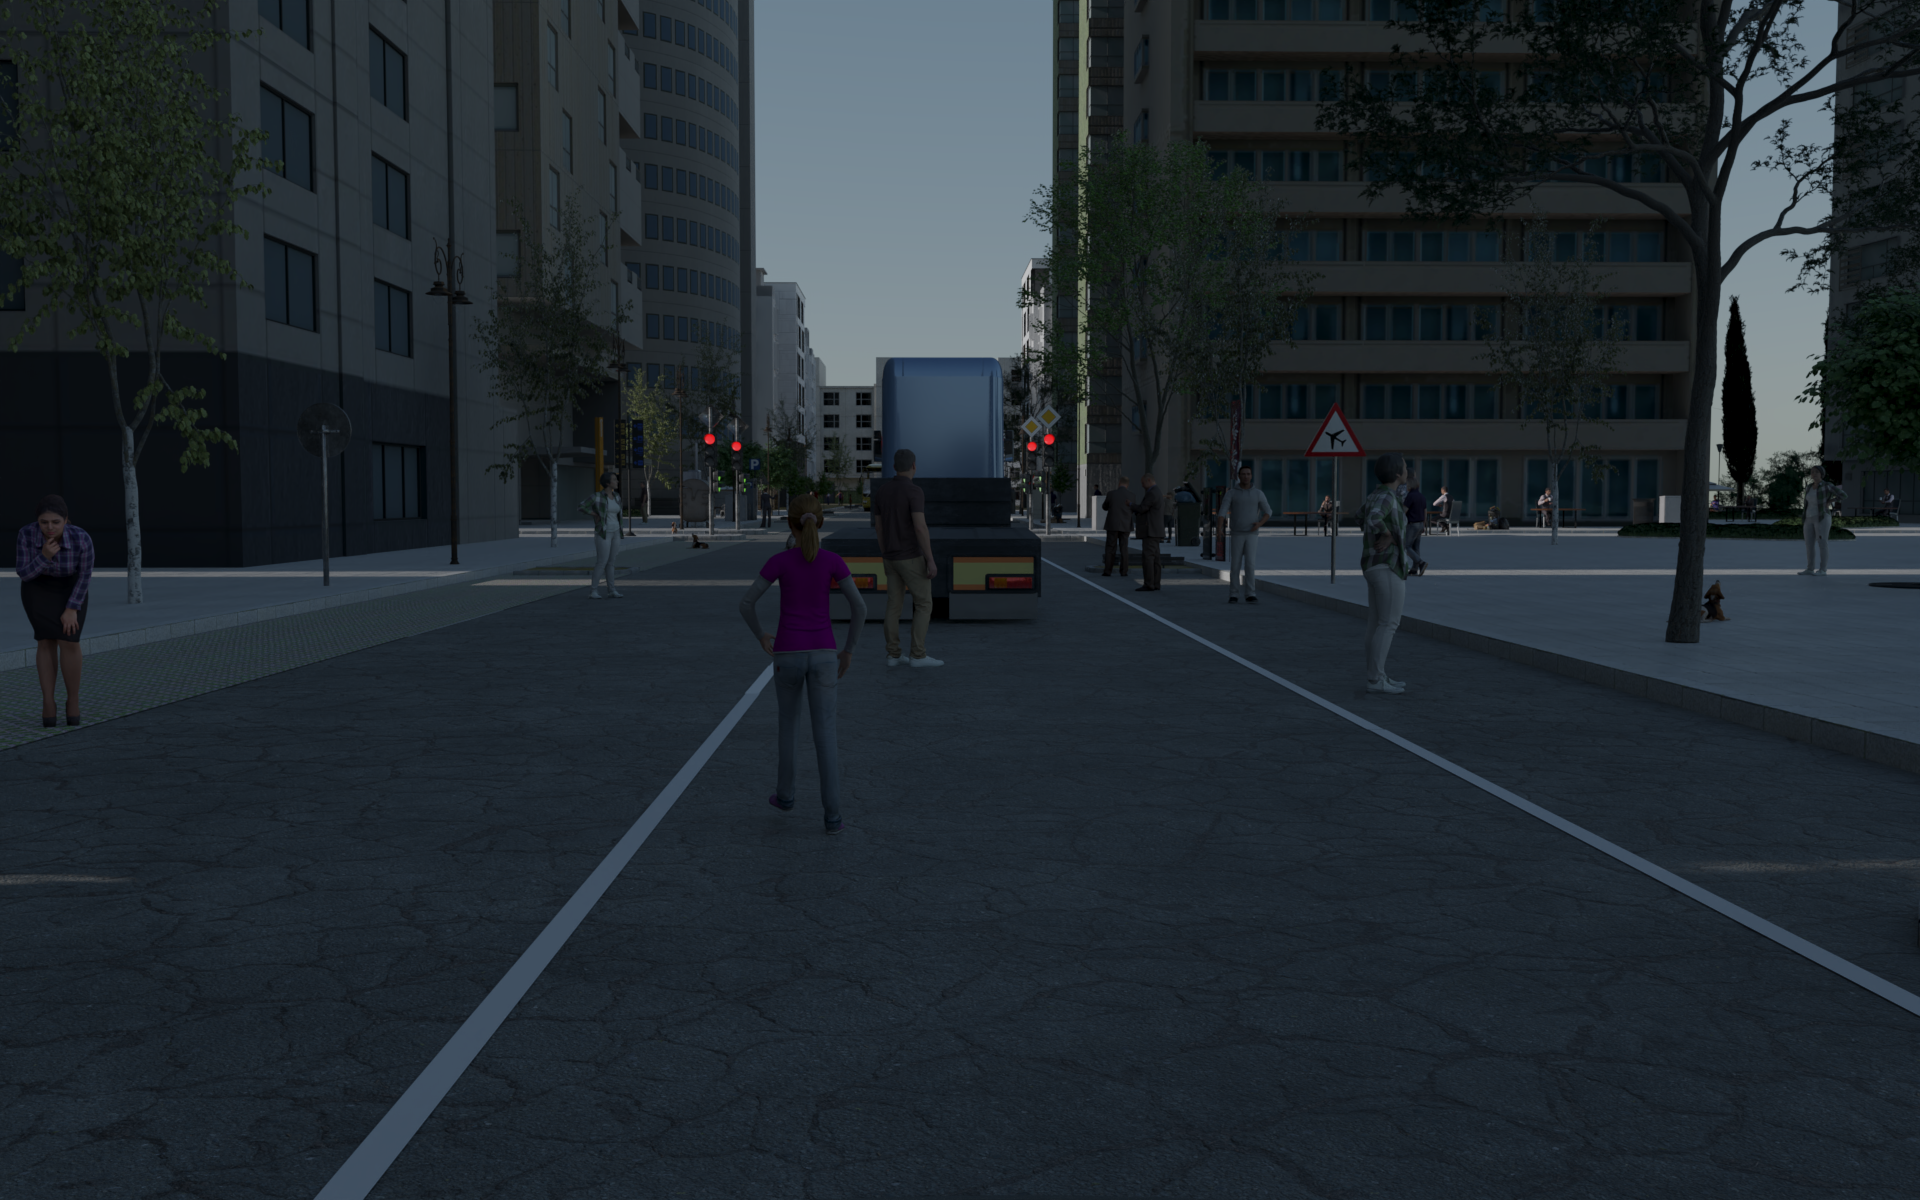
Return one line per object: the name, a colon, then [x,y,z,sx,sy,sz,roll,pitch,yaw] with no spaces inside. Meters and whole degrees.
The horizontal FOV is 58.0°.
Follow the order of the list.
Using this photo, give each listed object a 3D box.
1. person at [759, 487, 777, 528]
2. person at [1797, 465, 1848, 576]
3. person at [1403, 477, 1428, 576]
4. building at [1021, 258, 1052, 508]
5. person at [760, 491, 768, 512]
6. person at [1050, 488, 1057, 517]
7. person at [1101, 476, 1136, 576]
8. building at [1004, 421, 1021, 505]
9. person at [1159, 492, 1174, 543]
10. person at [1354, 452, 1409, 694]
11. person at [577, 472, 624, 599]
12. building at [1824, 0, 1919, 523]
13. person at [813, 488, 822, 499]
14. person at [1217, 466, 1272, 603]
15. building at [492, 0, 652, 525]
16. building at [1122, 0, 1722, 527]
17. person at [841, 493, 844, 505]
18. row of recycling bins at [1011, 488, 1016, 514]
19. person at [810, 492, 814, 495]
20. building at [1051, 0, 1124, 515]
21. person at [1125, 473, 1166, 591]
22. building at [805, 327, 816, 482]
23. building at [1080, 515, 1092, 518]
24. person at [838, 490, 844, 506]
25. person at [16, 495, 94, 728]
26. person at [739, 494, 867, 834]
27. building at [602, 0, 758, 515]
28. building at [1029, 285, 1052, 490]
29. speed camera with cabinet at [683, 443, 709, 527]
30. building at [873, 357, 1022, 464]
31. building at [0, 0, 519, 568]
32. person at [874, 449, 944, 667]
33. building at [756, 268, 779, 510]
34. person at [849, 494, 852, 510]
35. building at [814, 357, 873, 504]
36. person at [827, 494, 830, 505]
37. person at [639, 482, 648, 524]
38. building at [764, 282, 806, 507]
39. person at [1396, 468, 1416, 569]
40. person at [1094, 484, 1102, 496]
person: [-8.157,-3.942,73.761,0.742,1.727,0.445,-3,5,-41]
person: [13.499,-1.252,27.233,0.376,1.734,0.841,-1,4,-12]
person: [7.063,-1.147,27.009,0.569,1.553,0.471,0,4,-8]
building: [19.690,-19.746,166.813,27.936,21.610,32.646,0,4,-1]
person: [-14.227,-7.323,125.906,0.598,1.807,0.434,-1,4,-16]
person: [4.274,-4.516,82.093,0.569,1.553,0.471,3,4,37]
person: [2.758,-1.288,30.251,0.565,1.739,0.600,-2,4,-28]
building: [8.608,-15.600,197.211,9.099,9.664,28.070,0,4,-1]
person: [5.391,-2.164,45.335,0.435,1.345,0.340,-3,5,-43]
person: [3.082,-0.209,12.648,0.376,1.734,0.841,1,4,10]
person: [-4.878,-0.895,23.859,0.376,1.734,0.841,3,4,36]
building: [48.084,-23.911,74.541,14.086,41.232,14.154,0,4,-1]
person: [-13.077,-9.297,157.991,0.705,1.831,1.348,-3,5,-42]
person: [3.698,-0.860,22.708,0.875,1.805,0.789,0,4,2]
building: [-29.320,-29.790,76.307,28.713,52.752,27.495,0,4,-1]
building: [18.190,-27.657,75.889,21.600,48.544,21.300,0,4,-1]
person: [-13.323,-11.426,196.116,0.557,1.426,1.065,-1,4,-10]
row of recycling bins: [3.139,-6.492,113.256,1.069,1.692,3.534,0,4,2]
person: [-8.115,-5.083,93.820,0.471,1.553,0.569,-2,4,-30]
building: [13.637,-27.124,127.066,14.154,41.232,14.086,0,4,-1]
person: [2.759,-1.011,25.714,0.600,1.739,0.565,-1,4,-11]
building: [-24.292,-20.256,187.600,16.016,20.091,11.380,0,4,-1]
building: [13.554,-25.334,97.812,14.154,41.232,14.086,0,4,-1]
person: [-13.471,-11.461,194.107,1.217,1.739,0.721,3,4,39]
person: [-5.492,0.073,10.537,0.421,1.427,0.697,-2,4,-26]
person: [-0.695,0.262,7.457,0.726,1.434,0.776,-1,4,-14]
building: [-25.433,-35.044,114.969,21.231,58.520,28.212,0,4,-1]
building: [13.889,-17.634,144.735,16.016,20.091,11.380,0,4,-1]
speed camera with cabinet: [-10.310,-4.491,67.771,0.660,3.252,2.038,0,4,6]
building: [4.699,-22.381,232.387,31.486,18.905,16.747,0,4,-1]
building: [-22.907,-36.677,37.918,20.611,71.187,20.563,0,4,-1]
person: [-0.426,-0.356,14.456,0.434,1.807,0.598,-3,4,-36]
building: [-22.884,-17.504,142.607,16.016,20.091,11.380,0,4,-1]
person: [-9.989,-8.971,158.430,0.557,1.426,1.065,-1,4,-10]
building: [-26.783,-22.349,231.857,31.486,18.905,16.747,0,4,-1]
person: [-15.662,-12.097,204.768,0.436,1.711,0.756,3,5,44]
person: [-13.390,-4.099,73.196,0.434,1.807,0.598,0,4,-2]
building: [-29.629,-19.613,164.644,27.936,21.610,32.646,0,4,-1]
person: [7.643,-1.404,29.718,0.376,1.734,0.841,1,4,8]
person: [6.357,-4.534,80.884,0.504,1.737,0.576,1,4,23]
